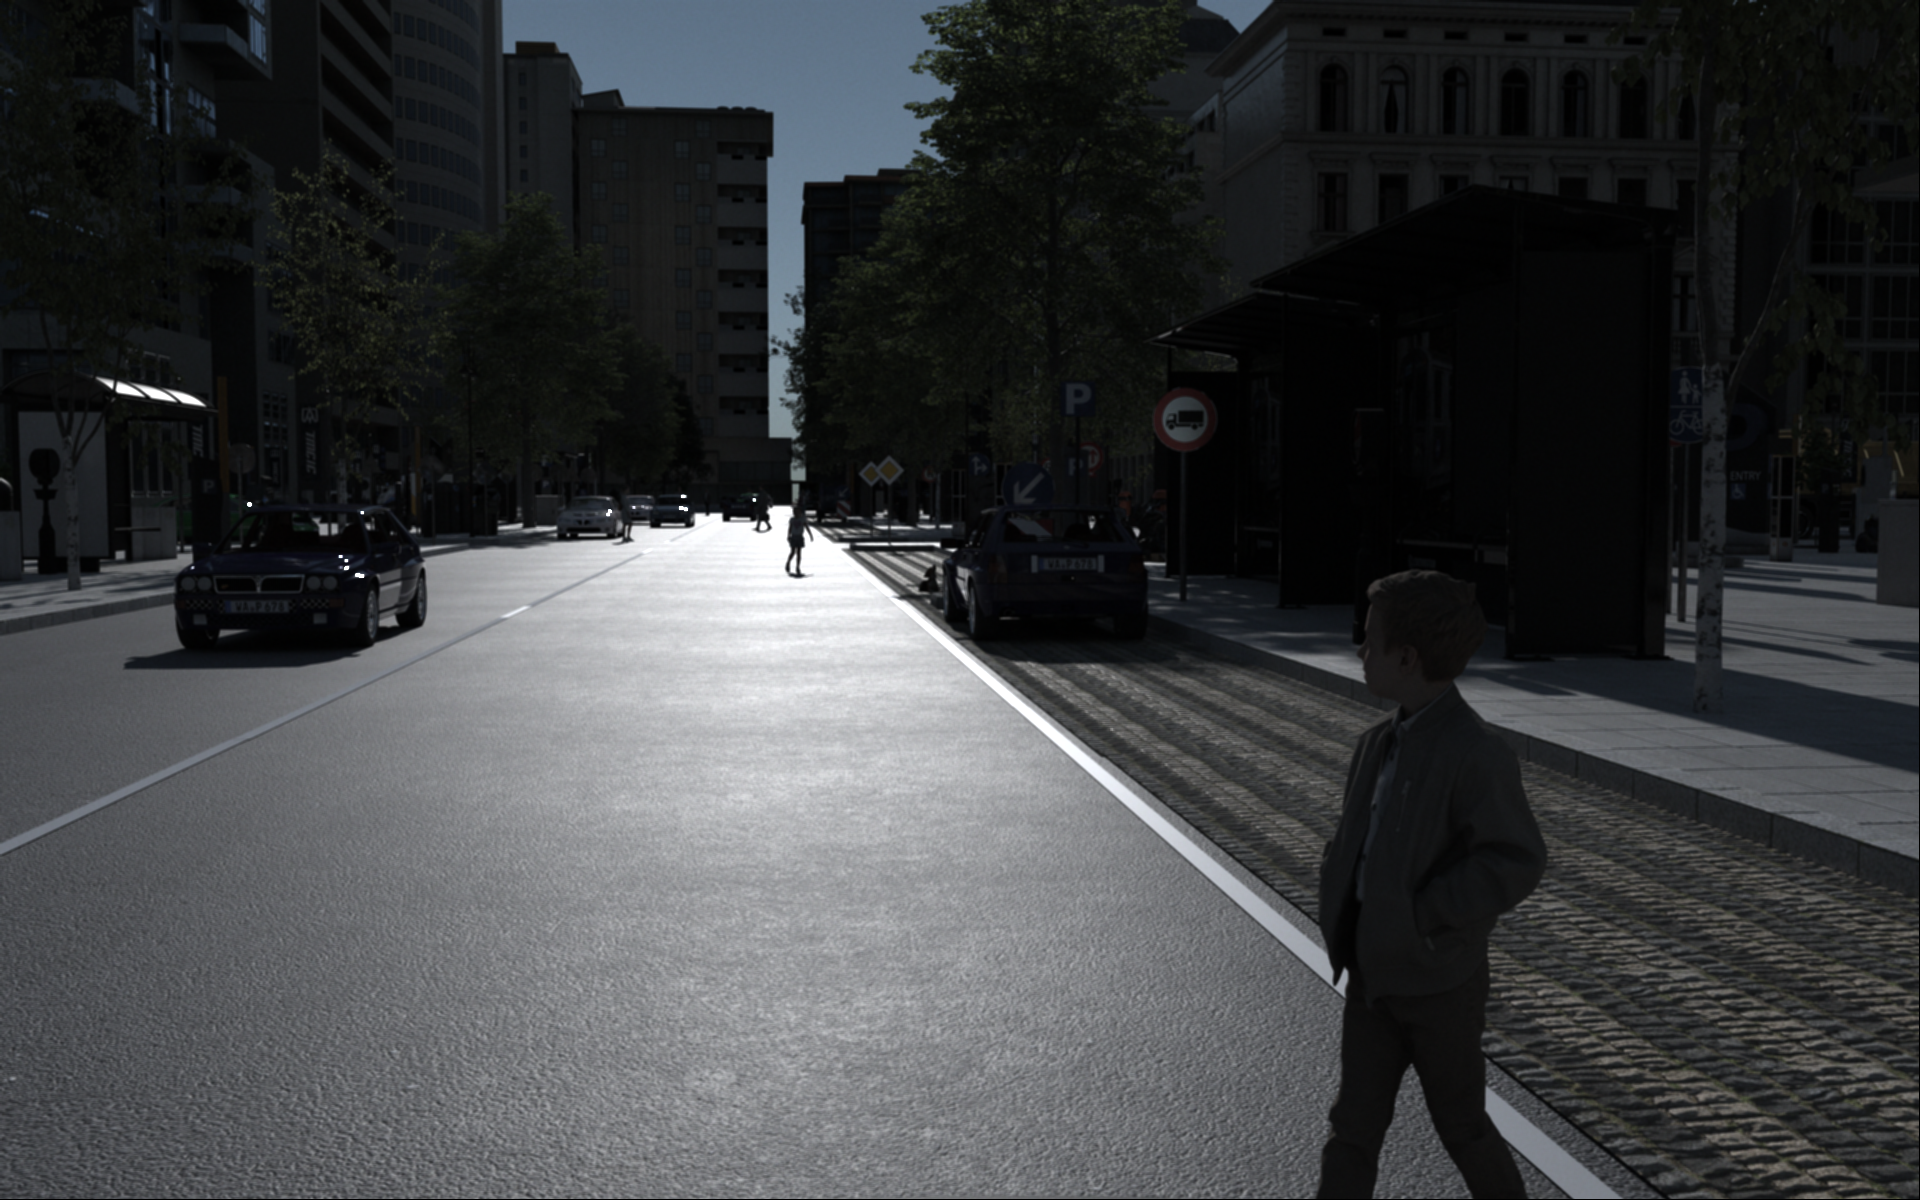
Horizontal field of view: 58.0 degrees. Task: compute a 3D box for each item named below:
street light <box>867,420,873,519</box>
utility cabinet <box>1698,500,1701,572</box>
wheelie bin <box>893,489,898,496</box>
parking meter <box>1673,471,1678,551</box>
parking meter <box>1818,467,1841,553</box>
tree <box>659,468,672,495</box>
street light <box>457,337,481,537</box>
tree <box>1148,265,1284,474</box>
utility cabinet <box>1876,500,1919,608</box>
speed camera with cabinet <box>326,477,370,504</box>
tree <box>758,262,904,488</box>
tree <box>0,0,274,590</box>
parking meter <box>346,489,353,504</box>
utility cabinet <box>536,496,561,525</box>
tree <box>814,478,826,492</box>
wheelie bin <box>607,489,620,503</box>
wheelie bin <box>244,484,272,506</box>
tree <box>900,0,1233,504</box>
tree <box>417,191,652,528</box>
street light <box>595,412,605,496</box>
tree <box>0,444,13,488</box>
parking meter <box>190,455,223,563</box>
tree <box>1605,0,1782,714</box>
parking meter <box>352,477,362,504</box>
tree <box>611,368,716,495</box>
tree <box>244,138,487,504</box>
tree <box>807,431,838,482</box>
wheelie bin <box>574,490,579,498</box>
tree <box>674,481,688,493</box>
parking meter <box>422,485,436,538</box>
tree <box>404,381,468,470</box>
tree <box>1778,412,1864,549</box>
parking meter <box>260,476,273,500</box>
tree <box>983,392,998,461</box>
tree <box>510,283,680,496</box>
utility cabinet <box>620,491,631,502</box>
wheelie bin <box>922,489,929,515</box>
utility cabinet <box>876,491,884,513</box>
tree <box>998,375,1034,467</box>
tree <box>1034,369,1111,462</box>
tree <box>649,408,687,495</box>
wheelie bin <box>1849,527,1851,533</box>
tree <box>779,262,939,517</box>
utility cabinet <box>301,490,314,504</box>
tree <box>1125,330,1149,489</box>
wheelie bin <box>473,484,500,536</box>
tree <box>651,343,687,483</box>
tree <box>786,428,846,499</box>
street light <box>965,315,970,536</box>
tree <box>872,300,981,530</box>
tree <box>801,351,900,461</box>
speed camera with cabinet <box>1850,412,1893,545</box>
[{"bbox_3d":[-4.490,-7.013,87.444,0.468,5.910,1.993,0,4,-6],"label":"street light"},{"bbox_3d":[12.153,-1.033,28.059,0.306,1.237,1.020,2,4,26],"label":"utility cabinet"},{"bbox_3d":[-4.369,-6.602,115.846,0.693,1.594,0.980,0,4,6],"label":"wheelie bin"},{"bbox_3d":[15.977,-2.025,38.821,0.399,1.863,0.255,1,4,20],"label":"parking meter"},{"bbox_3d":[19.002,-1.965,37.832,0.255,1.863,0.399,-1,4,-15],"label":"parking meter"},{"bbox_3d":[-28.085,-13.221,166.528,4.360,8.622,3.978,0,3,0],"label":"tree"},{"bbox_3d":[-14.447,-4.790,51.101,0.468,5.910,1.993,0,4,-6],"label":"street light"},{"bbox_3d":[8.927,-6.473,56.204,4.360,8.622,3.978,0,3,0],"label":"tree"},{"bbox_3d":[10.916,-0.521,19.677,0.306,1.237,1.020,-1,4,-13],"label":"utility cabinet"},{"bbox_3d":[-30.613,-5.647,86.657,2.038,3.252,0.660,-2,4,-30],"label":"speed camera with cabinet"},{"bbox_3d":[-9.957,-17.500,142.008,12.611,20.169,13.585,0,3,0],"label":"tree"},{"bbox_3d":[-11.628,-4.431,22.816,4.737,8.622,4.395,0,3,0],"label":"tree"},{"bbox_3d":[-27.864,-4.331,79.215,0.372,1.533,0.369,0,3,0],"label":"parking meter"},{"bbox_3d":[-16.948,-3.680,71.335,1.020,1.237,0.306,-1,4,-14],"label":"utility cabinet"},{"bbox_3d":[-16.158,-12.675,201.837,1.663,3.219,1.824,0,3,0],"label":"tree"},{"bbox_3d":[-22.292,-6.345,111.648,0.693,1.594,0.980,1,4,13],"label":"wheelie bin"},{"bbox_3d":[-21.664,-2.787,53.480,0.980,1.594,0.693,1,4,16],"label":"wheelie bin"},{"bbox_3d":[1.731,-7.168,35.329,7.486,12.596,7.792,0,3,0],"label":"tree"},{"bbox_3d":[-16.246,-8.972,64.821,7.486,12.596,7.792,0,3,0],"label":"tree"},{"bbox_3d":[-18.533,-7.132,89.398,0.468,5.910,1.993,0,4,-6],"label":"street light"},{"bbox_3d":[-31.683,-3.808,56.856,1.663,3.219,1.824,0,3,0],"label":"tree"},{"bbox_3d":[-11.376,-1.252,26.178,0.399,1.863,0.255,-3,5,-42],"label":"parking meter"},{"bbox_3d":[4.581,-3.634,9.773,4.737,8.622,4.395,0,3,0],"label":"tree"},{"bbox_3d":[-20.277,-3.217,58.305,0.255,1.863,0.399,-2,4,-29],"label":"parking meter"},{"bbox_3d":[-26.715,-14.612,155.921,9.611,12.733,9.660,0,3,0],"label":"tree"},{"bbox_3d":[-13.032,-5.302,37.057,4.360,8.622,3.978,0,3,0],"label":"tree"},{"bbox_3d":[-13.475,-13.823,176.373,4.360,8.622,3.978,0,3,0],"label":"tree"},{"bbox_3d":[-26.300,-6.877,120.340,0.980,1.594,0.693,-2,4,-29],"label":"wheelie bin"},{"bbox_3d":[-31.366,-12.233,194.618,1.663,3.219,1.824,0,3,0],"label":"tree"},{"bbox_3d":[-15.576,-2.593,50.808,0.372,1.533,0.369,0,3,0],"label":"parking meter"},{"bbox_3d":[-34.365,-10.016,114.120,4.737,8.622,4.395,0,3,0],"label":"tree"},{"bbox_3d":[20.282,-2.852,41.230,1.663,3.219,1.824,0,3,0],"label":"tree"},{"bbox_3d":[-22.135,-3.036,55.344,0.399,1.863,0.255,3,5,40],"label":"parking meter"},{"bbox_3d":[3.366,-10.306,118.862,4.360,8.622,3.978,0,3,0],"label":"tree"},{"bbox_3d":[-21.094,-11.696,101.598,12.009,13.543,11.850,0,3,0],"label":"tree"},{"bbox_3d":[-20.959,-6.104,108.485,0.318,1.500,1.173,0,4,6],"label":"utility cabinet"},{"bbox_3d":[-1.981,-6.114,107.876,0.693,1.594,0.980,-2,4,-27],"label":"wheelie bin"},{"bbox_3d":[-5.793,-6.698,118.193,1.173,1.500,0.318,0,4,1],"label":"utility cabinet"},{"bbox_3d":[4.693,-9.350,103.233,4.360,8.622,3.978,0,3,0],"label":"tree"},{"bbox_3d":[6.600,-8.875,95.461,4.360,8.622,3.978,0,3,0],"label":"tree"},{"bbox_3d":[-25.127,-12.014,146.791,4.737,8.622,4.395,0,3,0],"label":"tree"},{"bbox_3d":[29.538,-2.995,56.872,0.980,1.594,0.693,-3,5,-44],"label":"wheelie bin"},{"bbox_3d":[-5.143,-11.547,95.445,9.857,13.997,8.962,0,3,0],"label":"tree"},{"bbox_3d":[-37.802,-5.606,100.336,0.318,1.500,1.173,0,4,-2],"label":"utility cabinet"},{"bbox_3d":[8.633,-7.536,73.568,4.360,8.622,3.978,0,3,0],"label":"tree"},{"bbox_3d":[-14.682,-2.803,53.744,0.693,1.594,0.980,2,4,34],"label":"wheelie bin"},{"bbox_3d":[-22.424,-12.053,115.198,7.486,12.596,7.792,0,3,0],"label":"tree"},{"bbox_3d":[-15.900,-15.879,194.027,8.767,10.594,7.601,1,4,22],"label":"tree"},{"bbox_3d":[0.180,-4.343,43.799,0.468,5.910,1.993,0,4,-6],"label":"street light"},{"bbox_3d":[-0.901,-6.842,62.221,4.737,8.622,4.395,0,3,0],"label":"tree"},{"bbox_3d":[-6.572,-11.594,115.311,9.928,11.665,9.643,0,3,0],"label":"tree"},{"bbox_3d":[22.436,-2.956,42.660,0.660,3.252,2.038,1,4,19],"label":"speed camera with cabinet"}]
